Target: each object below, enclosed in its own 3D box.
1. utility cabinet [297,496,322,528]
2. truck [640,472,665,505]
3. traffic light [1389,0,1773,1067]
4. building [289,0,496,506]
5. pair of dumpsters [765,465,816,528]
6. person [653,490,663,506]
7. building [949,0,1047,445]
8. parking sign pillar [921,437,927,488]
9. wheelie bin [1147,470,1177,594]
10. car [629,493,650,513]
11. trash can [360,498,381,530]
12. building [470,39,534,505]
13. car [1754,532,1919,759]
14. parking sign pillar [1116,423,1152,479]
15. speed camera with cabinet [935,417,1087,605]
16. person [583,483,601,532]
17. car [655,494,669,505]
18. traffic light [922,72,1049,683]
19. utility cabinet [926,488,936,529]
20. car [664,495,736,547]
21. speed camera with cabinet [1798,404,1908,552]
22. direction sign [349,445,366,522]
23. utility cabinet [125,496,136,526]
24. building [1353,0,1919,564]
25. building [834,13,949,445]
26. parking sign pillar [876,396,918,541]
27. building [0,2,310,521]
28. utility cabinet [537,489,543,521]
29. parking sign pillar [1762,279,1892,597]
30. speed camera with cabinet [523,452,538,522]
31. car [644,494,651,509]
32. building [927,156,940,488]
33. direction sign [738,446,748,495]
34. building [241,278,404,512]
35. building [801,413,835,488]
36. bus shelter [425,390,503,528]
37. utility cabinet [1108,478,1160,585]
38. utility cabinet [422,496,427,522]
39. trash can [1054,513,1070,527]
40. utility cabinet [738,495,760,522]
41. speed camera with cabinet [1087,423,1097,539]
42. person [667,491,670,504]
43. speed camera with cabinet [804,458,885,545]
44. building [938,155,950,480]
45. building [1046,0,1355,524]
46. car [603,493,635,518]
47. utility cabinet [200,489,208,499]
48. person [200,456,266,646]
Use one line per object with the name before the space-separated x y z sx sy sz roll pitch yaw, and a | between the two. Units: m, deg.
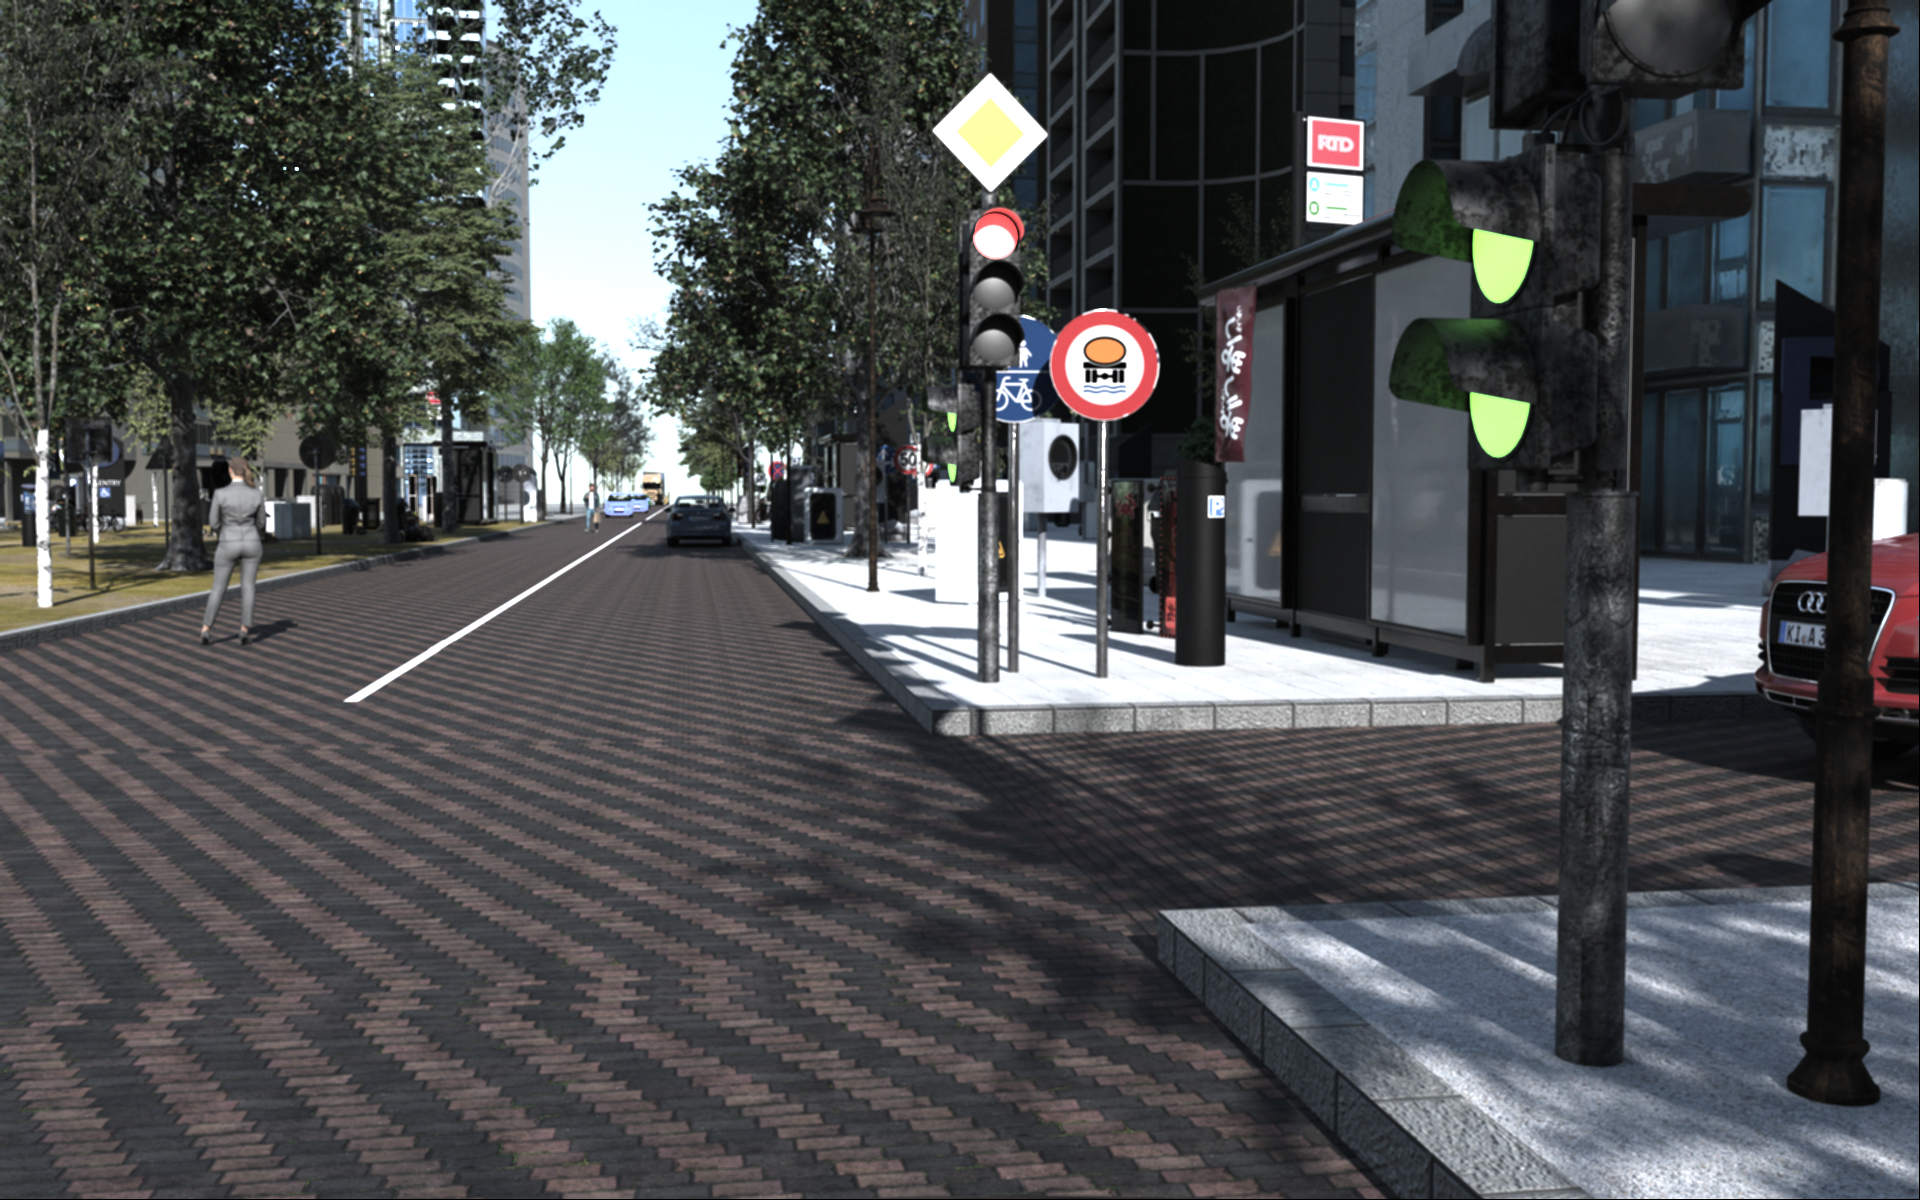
utility cabinet | -24.851 -3.364 66.157 1.020 1.237 0.306 2 4 29
truck | -39.196 -14.220 221.411 2.839 4.237 11.283 0 4 -8
traffic light | 1.415 -0.912 3.833 0.839 4.253 0.868 -1 4 -9
building | -62.758 -53.690 190.498 22.319 86.520 31.000 -1 4 -9
pair of dumpsters | -5.960 -3.576 60.957 1.574 2.255 4.437 -1 4 -9
person | -36.125 -12.197 207.544 1.348 1.869 0.705 -2 4 -34
building | 7.245 -27.795 104.555 14.600 45.320 14.200 -1 4 -9
parking sign pillar | -2.160 -5.519 78.700 1.447 3.967 1.447 1 4 21
wheelie bin | 2.847 -0.880 22.295 0.693 1.594 0.980 -3 5 -39
car | -24.276 -7.368 130.064 1.945 1.707 3.694 -1 4 -10
trash can | -21.324 -3.122 62.695 0.748 1.137 0.748 0 3 0
building | -66.662 -41.508 220.662 21.231 58.520 28.212 -1 4 -9
car | 6.736 -0.014 8.908 5.304 1.827 2.281 -1 4 -10
parking sign pillar | 6.565 -4.712 65.518 1.447 3.967 1.447 -1 4 -11
speed camera with cabinet | 0.591 -1.614 20.722 0.660 3.252 2.038 3 5 42
person | -13.617 -3.413 64.289 0.794 1.824 0.713 1 4 15
car | -40.022 -13.586 232.353 2.015 1.641 3.980 0 4 -7
traffic light | 0.176 -1.395 11.721 0.839 4.253 0.868 -1 4 -9
utility cabinet | -0.785 -3.329 63.104 1.173 1.500 0.318 -1 4 -15
car | -7.304 -2.240 48.624 2.014 1.417 4.499 0 4 -7
speed camera with cabinet | 9.500 -1.471 18.388 0.660 3.252 2.038 3 5 42
direction sign | -27.884 -5.395 80.209 0.876 3.537 0.379 1 4 17
utility cabinet | -33.975 -3.609 70.167 0.306 1.237 1.020 3 5 44
building | 25.495 -25.803 41.488 30.456 49.044 23.786 -1 4 -9
building | -4.219 -40.462 203.556 21.231 58.520 28.212 -1 4 -9
parking sign pillar | -2.147 -3.613 47.546 1.447 3.967 1.447 -2 4 -24
building | -52.658 -24.427 91.258 32.217 40.220 23.993 -1 4 -9
utility cabinet | -20.398 -4.553 83.127 0.318 1.500 1.173 -3 4 -36
parking sign pillar | 10.810 -2.021 21.518 1.447 3.967 1.447 1 4 20
speed camera with cabinet | -19.811 -5.234 79.907 0.660 3.252 2.038 -1 4 -12
car | -31.314 -9.867 170.126 1.959 1.807 4.718 -1 4 -11
building | 10.622 -27.378 139.508 32.217 40.220 23.993 -1 4 -9
direction sign | -10.319 -5.544 82.641 0.379 3.537 0.876 2 4 29
building | -54.788 -16.708 118.215 27.650 21.520 28.899 -1 4 -9
building | -6.665 -23.786 233.946 27.650 21.520 28.899 -1 4 -9
bus shelter | -19.992 -5.639 69.824 2.179 5.291 8.768 -1 4 -9
utility cabinet | 2.618 -0.954 24.279 1.173 1.500 0.318 2 4 28
utility cabinet | -24.681 -4.250 80.657 0.306 1.237 1.020 0 4 8
trash can | 4.018 -3.449 68.038 0.748 1.137 0.748 0 3 0
utility cabinet | -9.718 -4.194 79.736 1.020 1.237 0.306 2 4 29
speed camera with cabinet | 3.715 -3.330 48.775 0.660 3.252 2.038 2 4 31
person | -40.697 -14.267 241.770 0.705 1.823 1.348 -1 4 -19
speed camera with cabinet | -2.941 -3.045 44.116 2.038 3.252 0.660 0 4 -6
building | 5.230 -21.254 119.212 14.160 30.474 14.107 -1 4 -9
building | 13.908 -39.140 78.184 20.563 71.187 20.611 -1 4 -9
car | -20.911 -5.917 106.327 1.945 1.707 3.694 -1 4 -10
utility cabinet | -33.353 -4.084 75.459 1.173 1.500 0.318 1 4 12
person | -6.909 -0.469 16.446 0.573 1.790 0.520 3 5 41
